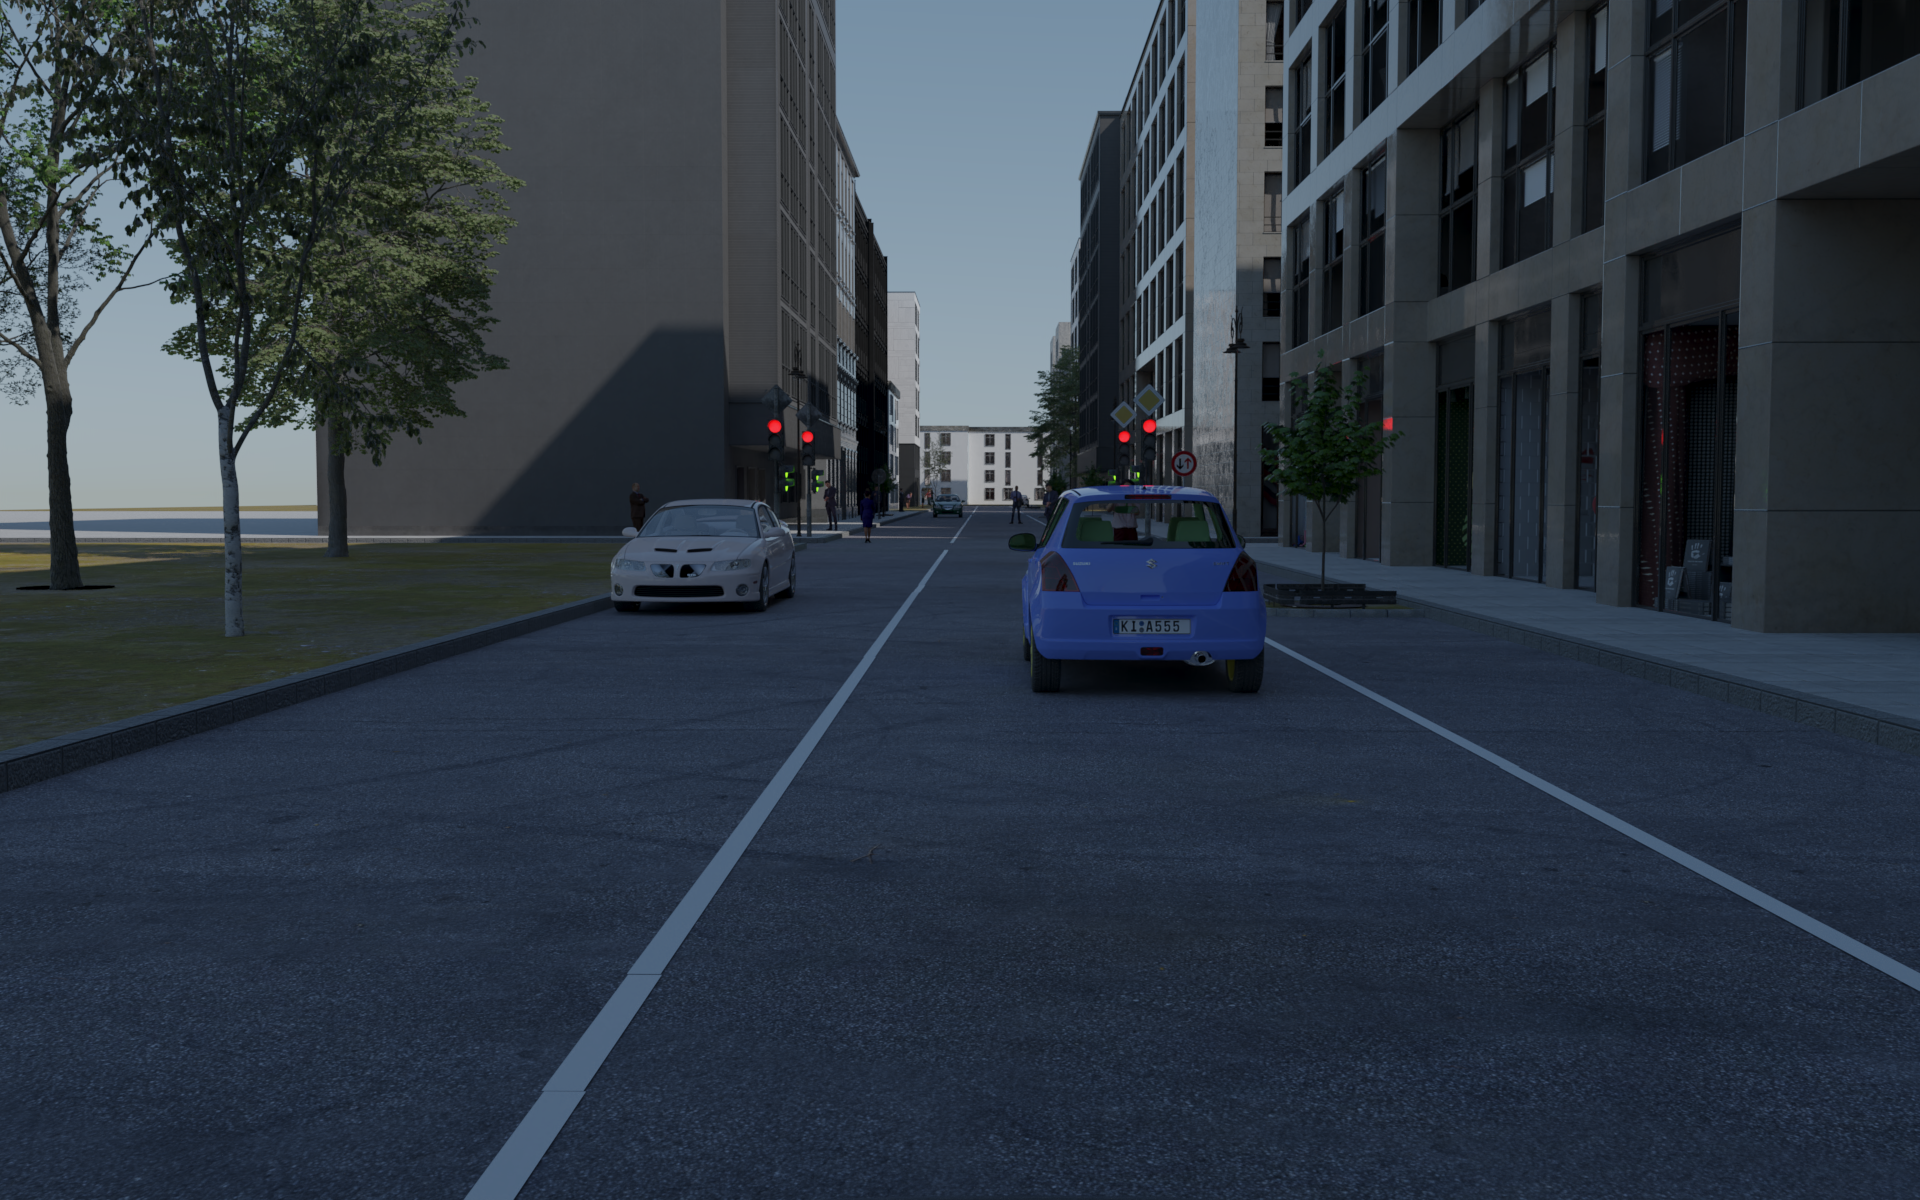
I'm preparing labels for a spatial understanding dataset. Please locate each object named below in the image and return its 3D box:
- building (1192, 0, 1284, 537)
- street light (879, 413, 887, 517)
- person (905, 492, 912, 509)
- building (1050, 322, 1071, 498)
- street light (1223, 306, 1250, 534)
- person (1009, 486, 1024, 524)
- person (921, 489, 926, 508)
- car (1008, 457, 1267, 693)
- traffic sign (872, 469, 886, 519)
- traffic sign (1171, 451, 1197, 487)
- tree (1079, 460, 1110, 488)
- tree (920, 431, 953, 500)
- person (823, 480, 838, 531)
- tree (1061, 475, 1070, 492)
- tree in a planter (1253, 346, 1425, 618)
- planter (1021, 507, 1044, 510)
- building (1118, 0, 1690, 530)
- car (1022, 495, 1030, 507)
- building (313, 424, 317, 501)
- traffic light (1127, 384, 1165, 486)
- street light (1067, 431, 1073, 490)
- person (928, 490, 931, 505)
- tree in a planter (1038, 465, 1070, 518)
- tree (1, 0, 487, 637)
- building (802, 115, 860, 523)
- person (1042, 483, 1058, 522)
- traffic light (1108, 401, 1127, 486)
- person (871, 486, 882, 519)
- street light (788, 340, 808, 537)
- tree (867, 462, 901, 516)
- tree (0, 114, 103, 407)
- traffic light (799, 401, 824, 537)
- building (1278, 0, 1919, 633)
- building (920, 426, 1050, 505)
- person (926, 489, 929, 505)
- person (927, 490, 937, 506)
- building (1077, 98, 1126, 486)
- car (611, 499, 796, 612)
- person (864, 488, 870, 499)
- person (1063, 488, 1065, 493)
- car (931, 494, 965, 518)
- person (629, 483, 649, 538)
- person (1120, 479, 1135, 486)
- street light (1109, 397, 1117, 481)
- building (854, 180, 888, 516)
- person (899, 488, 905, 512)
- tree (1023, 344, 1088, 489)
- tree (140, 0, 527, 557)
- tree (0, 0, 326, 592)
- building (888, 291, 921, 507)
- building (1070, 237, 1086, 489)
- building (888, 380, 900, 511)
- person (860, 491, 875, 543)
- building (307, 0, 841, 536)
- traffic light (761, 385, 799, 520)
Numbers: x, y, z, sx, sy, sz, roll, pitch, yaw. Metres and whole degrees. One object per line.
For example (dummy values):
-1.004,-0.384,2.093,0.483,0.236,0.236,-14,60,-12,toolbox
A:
16.638,-12.313,56.061,16.860,20.320,10.420,0,4,1,building
-4.280,-7.568,96.529,0.468,5.910,1.993,0,4,1,street light
-4.355,-8.471,147.779,0.421,1.427,0.697,-3,5,-45,person
18.625,-19.566,186.354,16.747,18.905,31.486,0,4,1,building
6.786,-4.272,42.643,0.468,5.910,1.993,0,4,1,street light
2.722,-4.569,83.067,0.709,1.838,0.599,-1,4,-11,person
-3.309,-9.280,158.566,0.721,1.735,1.217,-1,4,-15,person
1.358,-0.257,13.796,1.945,1.707,3.694,0,4,1,car
-4.096,-5.337,87.361,0.768,2.556,0.104,1,4,10,traffic sign
6.555,-3.097,50.737,0.768,2.556,0.104,1,4,8,traffic sign
7.583,-6.424,99.630,1.663,3.219,1.824,0,3,0,tree
-2.818,-15.046,196.368,4.360,8.622,3.978,0,3,0,tree
-4.577,-3.319,60.760,0.683,1.767,0.568,2,4,33,person
8.186,-9.117,143.659,1.663,3.219,1.824,0,3,0,tree
4.426,-1.455,21.005,1.991,3.239,1.994,0,4,1,tree in a planter
6.442,-8.138,154.202,1.991,0.319,1.994,0,4,1,planter
18.699,-17.127,84.538,19.350,26.468,34.151,0,4,1,building
6.901,-11.208,195.605,2.083,1.381,4.827,0,4,3,car
-58.689,-15.734,199.402,28.070,9.664,9.099,0,4,1,building
4.735,-3.332,43.724,0.839,4.213,0.868,0,4,1,traffic light
8.037,-9.383,126.206,0.468,5.910,1.993,0,4,1,street light
-3.419,-11.758,199.000,0.721,1.743,1.217,-2,4,-26,person
5.684,-6.511,103.680,1.991,3.239,1.994,0,4,1,tree in a planter
-6.430,-3.965,15.194,4.360,8.622,3.978,0,3,0,tree
-10.425,-14.442,85.273,9.793,20.994,18.267,0,4,1,building
2.814,-2.735,53.671,0.683,1.767,0.568,2,4,29,person
4.856,-3.820,51.708,0.839,4.213,0.868,0,4,1,traffic light
-4.346,-5.070,89.864,0.541,1.710,0.530,1,4,11,person
-4.856,-4.850,52.081,0.468,5.910,1.993,0,4,1,street light
-4.379,-6.562,101.886,1.663,3.219,1.824,0,3,0,tree
-23.400,-6.362,38.439,8.767,10.594,7.601,-1,4,-22,tree
-4.504,-3.828,51.833,0.839,4.213,0.868,0,4,1,traffic light
17.153,-13.461,24.597,19.350,26.468,34.151,0,4,1,building
1.033,-16.777,216.457,28.070,9.664,9.099,0,4,1,building
-3.683,-11.946,201.294,0.705,1.831,1.348,2,4,31,person
-3.078,-11.162,189.260,1.217,1.735,0.721,-1,4,-14,person
15.492,-19.623,114.336,14.314,27.812,24.014,0,4,1,building
-3.247,-0.626,22.593,2.083,1.381,4.827,0,4,1,car
-5.375,-5.649,100.114,0.593,1.614,0.444,-3,5,-43,person
8.374,-8.213,140.317,0.705,1.826,1.348,0,4,-7,person
-0.740,-5.810,106.785,2.131,1.459,4.920,0,4,0,car
-7.701,-2.035,41.579,0.388,1.546,0.482,2,4,27,person
2.336,-0.890,24.514,0.517,1.644,0.566,3,5,44,person
7.300,-6.662,81.716,0.468,5.910,1.993,0,4,1,street light
-11.543,-17.680,118.748,12.332,23.373,15.834,0,4,1,building
-4.181,-7.173,124.132,0.445,1.727,0.742,0,4,1,person
8.694,-13.075,131.901,7.486,12.596,7.792,0,3,0,tree
-12.722,-7.176,35.456,7.486,12.596,7.792,0,3,0,tree
-12.189,-5.950,23.037,9.928,11.665,9.643,0,3,0,tree
-18.514,-20.111,172.792,27.936,21.610,32.646,0,4,1,building
23.637,-18.973,154.185,27.936,21.610,32.646,0,4,1,building
-9.431,-12.227,142.051,9.099,9.664,28.070,0,4,1,building
-2.716,-2.449,50.915,0.453,1.535,0.546,-1,4,-11,person
-12.478,-16.544,63.994,14.314,27.812,24.014,0,4,1,building
-4.625,-3.340,43.849,0.839,4.213,0.868,0,4,1,traffic light
